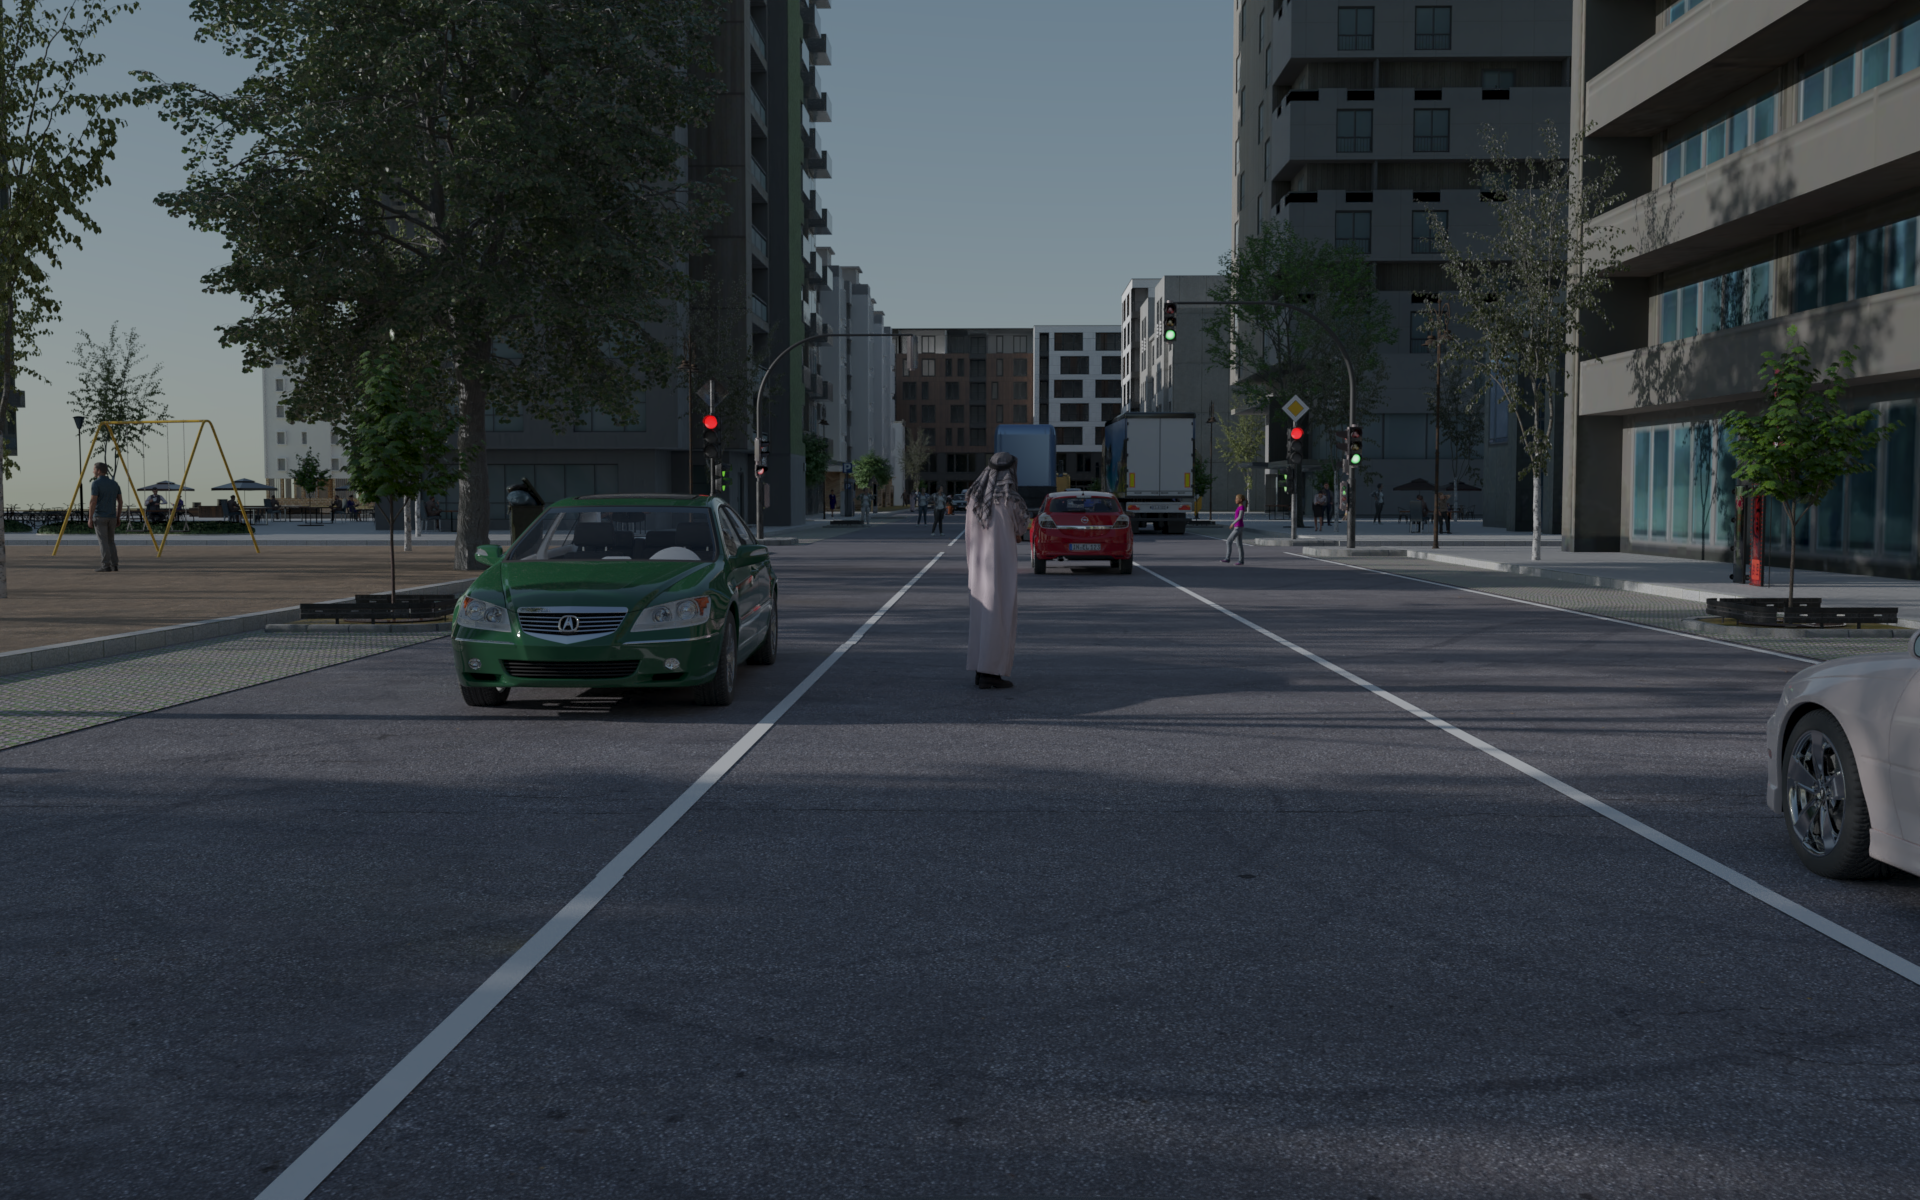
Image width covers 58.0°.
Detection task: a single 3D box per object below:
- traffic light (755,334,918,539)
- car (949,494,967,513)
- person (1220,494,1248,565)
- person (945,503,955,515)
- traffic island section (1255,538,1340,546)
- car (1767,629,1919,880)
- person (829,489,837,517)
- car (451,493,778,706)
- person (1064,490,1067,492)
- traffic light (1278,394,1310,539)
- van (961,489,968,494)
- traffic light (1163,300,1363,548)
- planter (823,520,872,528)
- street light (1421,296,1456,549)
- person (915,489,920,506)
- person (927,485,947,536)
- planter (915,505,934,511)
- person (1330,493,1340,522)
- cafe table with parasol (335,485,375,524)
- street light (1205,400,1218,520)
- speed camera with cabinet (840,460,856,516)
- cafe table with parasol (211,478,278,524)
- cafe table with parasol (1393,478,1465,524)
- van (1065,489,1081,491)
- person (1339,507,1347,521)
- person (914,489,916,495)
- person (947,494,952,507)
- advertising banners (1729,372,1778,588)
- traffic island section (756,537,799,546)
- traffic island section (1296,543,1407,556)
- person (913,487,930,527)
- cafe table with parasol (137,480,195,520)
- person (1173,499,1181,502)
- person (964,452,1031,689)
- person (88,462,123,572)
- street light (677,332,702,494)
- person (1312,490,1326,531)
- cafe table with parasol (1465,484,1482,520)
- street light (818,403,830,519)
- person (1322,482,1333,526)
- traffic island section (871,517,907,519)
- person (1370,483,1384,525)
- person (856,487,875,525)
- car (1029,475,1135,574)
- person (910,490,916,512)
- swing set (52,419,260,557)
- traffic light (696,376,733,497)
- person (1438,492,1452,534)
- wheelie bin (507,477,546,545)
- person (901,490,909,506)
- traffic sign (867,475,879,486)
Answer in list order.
[{"bbox_3d":[-3.577,-4.560,49.228,4.771,5.953,1.251,0,4,1],"label":"traffic light"},{"bbox_3d":[0.151,-7.572,133.593,2.009,1.686,4.222,0,4,0],"label":"car"},{"bbox_3d":[5.454,-1.409,34.768,0.776,1.435,0.726,0,4,1],"label":"person"},{"bbox_3d":[-0.669,-6.200,118.160,0.859,0.850,0.655,1,4,11],"label":"person"},{"bbox_3d":[9.467,-1.635,49.006,2.009,0.180,2.903,0,4,1],"label":"traffic island section"},{"bbox_3d":[4.075,0.450,5.003,2.083,1.381,4.827,0,4,2],"label":"car"},{"bbox_3d":[-7.000,-5.344,95.781,0.453,1.535,0.546,-3,5,-42],"label":"person"},{"bbox_3d":[-2.458,-0.087,13.218,2.131,1.459,4.920,0,4,0],"label":"car"},{"bbox_3d":[7.404,-6.876,121.619,0.576,1.737,0.504,-3,5,-44],"label":"person"},{"bbox_3d":[9.427,-3.668,48.893,0.839,4.253,0.868,0,4,1],"label":"traffic light"},{"bbox_3d":[0.813,-8.490,145.829,2.013,2.044,4.112,0,4,2],"label":"van"},{"bbox_3d":[7.139,-4.046,40.820,4.771,5.953,1.251,0,4,1],"label":"traffic light"},{"bbox_3d":[-4.789,-3.234,74.009,1.991,0.319,1.994,0,4,1],"label":"planter"},{"bbox_3d":[11.173,-4.141,40.499,0.468,5.910,1.993,0,4,1],"label":"street light"},{"bbox_3d":[-4.541,-11.112,187.704,1.348,1.826,0.705,0,4,-3],"label":"person"},{"bbox_3d":[-0.733,-3.067,59.373,0.841,1.734,0.376,-2,4,-32],"label":"person"},{"bbox_3d":[-2.902,-7.951,151.142,1.991,0.319,1.994,0,4,1],"label":"planter"},{"bbox_3d":[17.116,-4.428,79.171,0.841,1.734,0.376,-3,4,-36],"label":"person"},{"bbox_3d":[-27.868,-4.662,81.088,2.610,1.966,2.610,-1,4,-19],"label":"cafe table with parasol"},{"bbox_3d":[12.376,-6.885,85.351,0.468,5.910,1.993,0,4,1],"label":"street light"},{"bbox_3d":[-6.542,-6.536,101.201,0.660,3.252,2.038,0,4,6],"label":"speed camera with cabinet"},{"bbox_3d":[-30.677,-4.246,74.287,2.610,1.966,2.610,0,4,-4],"label":"cafe table with parasol"},{"bbox_3d":[19.619,-4.225,73.944,2.610,1.966,2.610,-1,4,-9],"label":"cafe table with parasol"},{"bbox_3d":[8.728,-7.760,133.887,2.013,2.044,4.112,0,4,3],"label":"van"},{"bbox_3d":[18.582,-4.249,83.437,0.695,0.859,0.347,-2,4,-31],"label":"person"},{"bbox_3d":[-4.736,-10.733,181.978,0.568,1.767,0.683,1,4,9],"label":"person"},{"bbox_3d":[-1.195,-11.047,192.307,0.628,1.438,0.799,1,4,22],"label":"person"},{"bbox_3d":[11.111,-1.706,24.082,0.090,3.025,2.074,0,4,7],"label":"advertising banners"},{"bbox_3d":[-5.710,-1.657,49.380,2.009,0.180,2.903,0,4,1],"label":"traffic island section"},{"bbox_3d":[9.272,-1.146,41.023,2.009,0.180,2.903,0,4,1],"label":"traffic island section"},{"bbox_3d":[-1.637,-4.114,76.482,0.841,1.734,0.376,0,4,1],"label":"person"},{"bbox_3d":[-39.557,-4.982,86.321,2.610,1.966,2.610,-1,4,-23],"label":"cafe table with parasol"},{"bbox_3d":[10.196,-4.503,81.999,0.709,1.838,0.599,-3,4,-38],"label":"person"},{"bbox_3d":[0.276,-0.225,12.849,0.551,1.740,0.621,1,4,20],"label":"person"},{"bbox_3d":[-14.136,-1.373,28.612,0.434,1.807,0.598,2,4,33],"label":"person"},{"bbox_3d":[-7.699,-4.694,49.537,0.468,5.910,1.993,0,4,1],"label":"street light"},{"bbox_3d":[12.306,-3.070,59.427,0.628,1.438,0.799,-2,4,-28],"label":"person"},{"bbox_3d":[24.663,-4.963,86.011,2.610,1.966,2.610,-3,4,-36],"label":"cafe table with parasol"},{"bbox_3d":[-6.889,-7.035,87.816,0.468,5.910,1.993,0,4,1],"label":"street light"},{"bbox_3d":[14.816,-3.868,69.814,0.617,1.759,0.750,0,4,-5],"label":"person"},{"bbox_3d":[-4.124,-4.776,100.951,1.991,0.108,1.994,0,4,1],"label":"traffic island section"},{"bbox_3d":[17.631,-4.048,72.950,0.841,1.734,0.376,-3,4,-38],"label":"person"},{"bbox_3d":[-4.157,-4.094,76.156,0.841,1.734,0.376,0,4,-7],"label":"person"},{"bbox_3d":[2.239,-1.432,32.459,2.155,1.783,4.494,0,4,1],"label":"car"},{"bbox_3d":[-3.767,-7.894,138.237,0.551,1.740,0.621,1,4,11],"label":"person"},{"bbox_3d":[-17.220,-2.404,36.922,3.119,2.851,2.862,1,4,20],"label":"swing set"},{"bbox_3d":[-5.865,-3.201,41.261,0.839,4.253,0.868,0,4,1],"label":"traffic light"},{"bbox_3d":[15.629,-2.809,55.877,0.435,1.345,0.340,-1,4,-8],"label":"person"},{"bbox_3d":[-8.106,-1.493,32.315,0.693,1.594,0.980,-1,4,-19],"label":"wheelie bin"},{"bbox_3d":[-5.762,-10.610,180.070,0.990,1.755,0.434,-2,4,-27],"label":"person"},{"bbox_3d":[-5.895,-7.199,117.708,0.884,2.594,0.081,1,4,10],"label":"traffic sign"}]
